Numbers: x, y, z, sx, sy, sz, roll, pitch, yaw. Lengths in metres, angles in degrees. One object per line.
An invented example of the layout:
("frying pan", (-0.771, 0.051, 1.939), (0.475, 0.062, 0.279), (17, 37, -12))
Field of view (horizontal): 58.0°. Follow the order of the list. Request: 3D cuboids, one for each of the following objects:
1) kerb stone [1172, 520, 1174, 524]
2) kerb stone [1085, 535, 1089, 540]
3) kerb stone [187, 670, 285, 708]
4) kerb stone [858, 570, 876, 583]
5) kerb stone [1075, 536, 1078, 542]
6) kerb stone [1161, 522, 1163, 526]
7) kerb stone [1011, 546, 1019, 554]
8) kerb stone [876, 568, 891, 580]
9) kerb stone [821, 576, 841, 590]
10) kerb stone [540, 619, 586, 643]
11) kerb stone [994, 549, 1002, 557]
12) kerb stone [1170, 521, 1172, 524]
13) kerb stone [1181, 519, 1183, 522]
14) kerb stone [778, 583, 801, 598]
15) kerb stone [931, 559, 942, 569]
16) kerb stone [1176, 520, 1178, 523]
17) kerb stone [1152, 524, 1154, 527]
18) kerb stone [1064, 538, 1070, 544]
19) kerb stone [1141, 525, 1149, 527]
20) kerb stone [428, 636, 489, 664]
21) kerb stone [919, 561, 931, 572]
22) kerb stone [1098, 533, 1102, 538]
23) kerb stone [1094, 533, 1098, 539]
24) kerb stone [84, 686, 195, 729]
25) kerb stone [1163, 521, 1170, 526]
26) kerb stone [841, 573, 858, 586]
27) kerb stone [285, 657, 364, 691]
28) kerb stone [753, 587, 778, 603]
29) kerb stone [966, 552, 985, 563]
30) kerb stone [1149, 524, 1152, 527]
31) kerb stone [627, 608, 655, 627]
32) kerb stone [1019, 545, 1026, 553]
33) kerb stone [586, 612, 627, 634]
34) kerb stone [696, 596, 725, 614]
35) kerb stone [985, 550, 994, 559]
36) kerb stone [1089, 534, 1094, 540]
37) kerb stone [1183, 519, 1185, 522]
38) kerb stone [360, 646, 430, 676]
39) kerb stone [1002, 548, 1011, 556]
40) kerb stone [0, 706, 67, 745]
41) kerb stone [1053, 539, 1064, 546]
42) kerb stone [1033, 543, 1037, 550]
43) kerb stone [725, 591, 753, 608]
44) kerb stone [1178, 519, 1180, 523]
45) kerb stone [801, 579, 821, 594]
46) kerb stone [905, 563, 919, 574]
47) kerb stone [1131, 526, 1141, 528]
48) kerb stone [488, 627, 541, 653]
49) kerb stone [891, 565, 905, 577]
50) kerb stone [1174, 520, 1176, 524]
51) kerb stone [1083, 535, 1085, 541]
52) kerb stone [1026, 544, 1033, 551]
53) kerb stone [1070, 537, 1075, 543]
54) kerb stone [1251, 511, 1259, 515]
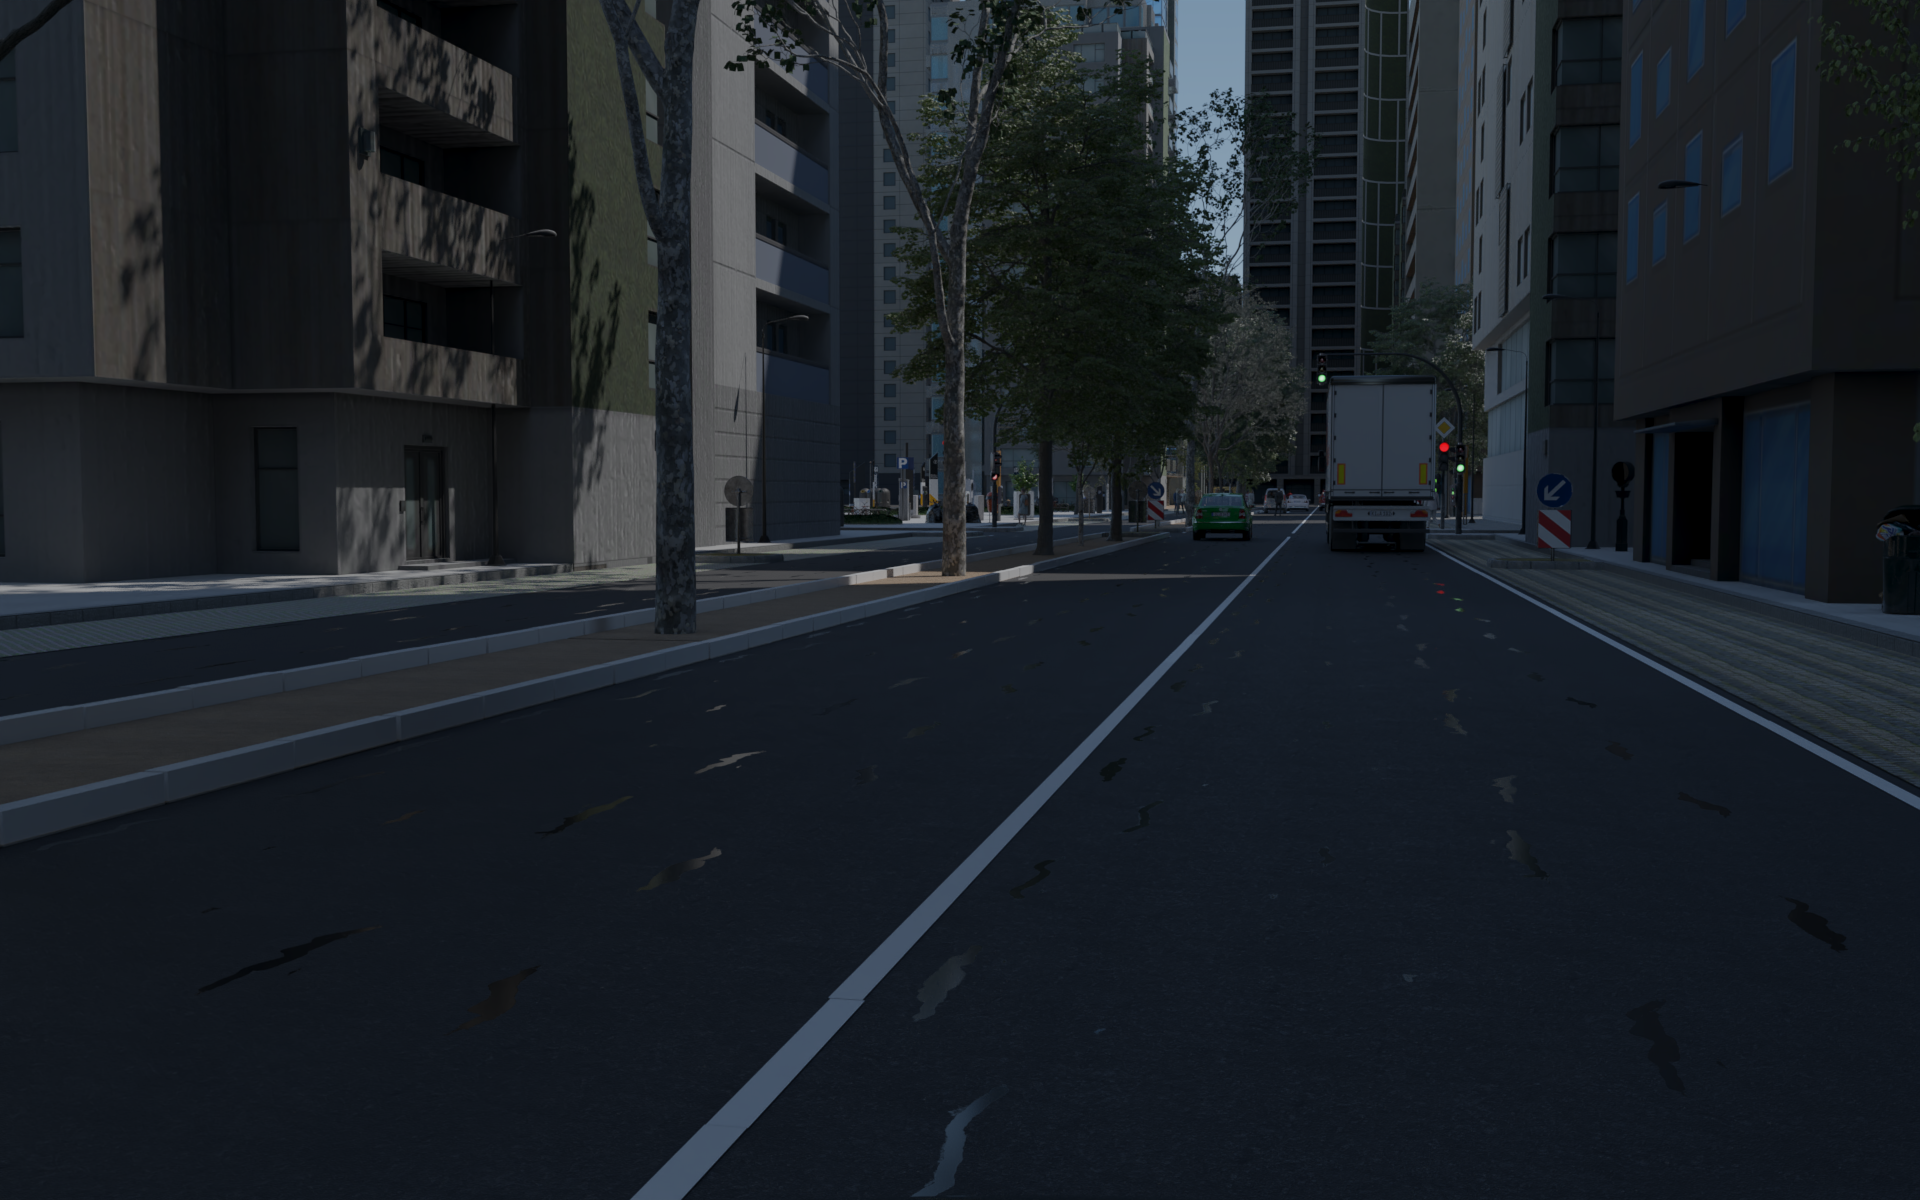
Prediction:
("kerb stone", (9.870, -3.639, 81.692), (0.120, 0.150, 1.000), (1, 4, 12))
("kerb stone", (3.761, -1.890, 53.094), (0.120, 0.150, 1.000), (1, 4, 12))
("kerb stone", (-5.037, 0.625, 11.983), (0.120, 0.150, 1.000), (1, 4, 12))
("kerb stone", (-1.595, -0.357, 28.031), (0.120, 0.150, 1.000), (1, 4, 12))
("kerb stone", (3.333, -1.765, 51.083), (0.120, 0.150, 1.000), (1, 4, 12))
("kerb stone", (8.788, -3.332, 76.674), (0.120, 0.150, 1.000), (1, 4, 12))
("kerb stone", (1.188, -1.150, 41.054), (0.120, 0.150, 1.000), (1, 4, 12))
("kerb stone", (-1.384, -0.415, 29.031), (0.120, 0.150, 1.000), (1, 4, 12))
("kerb stone", (-2.030, -0.234, 26.024), (0.120, 0.150, 1.000), (1, 4, 12))
("kerb stone", (-3.962, 0.318, 16.997), (0.120, 0.150, 1.000), (1, 4, 12))
("kerb stone", (0.748, -1.031, 39.051), (0.120, 0.150, 1.000), (1, 4, 12))
("kerb stone", (9.658, -3.577, 80.683), (0.120, 0.150, 1.000), (1, 4, 12))
("kerb stone", (10.944, -3.945, 86.698), (0.120, 0.150, 1.000), (1, 4, 12))
("kerb stone", (-2.454, -0.112, 24.025), (0.120, 0.150, 1.000), (1, 4, 12))
("kerb stone", (-0.531, -0.664, 33.048), (0.120, 0.150, 1.000), (1, 4, 12))
("kerb stone", (10.302, -3.761, 83.691), (0.120, 0.150, 1.000), (1, 4, 12))
("kerb stone", (7.942, -3.087, 72.663), (0.120, 0.150, 1.000), (1, 4, 12))
("kerb stone", (2.904, -1.644, 49.074), (0.120, 0.150, 1.000), (1, 4, 12))
("kerb stone", (7.515, -2.964, 70.655), (0.120, 0.150, 1.000), (1, 4, 12))
("kerb stone", (-4.393, 0.444, 14.983), (0.120, 0.150, 1.000), (1, 4, 12))
("kerb stone", (-0.751, -0.602, 32.038), (0.120, 0.150, 1.000), (1, 4, 12))
("kerb stone", (4.407, -2.074, 56.109), (0.120, 0.150, 1.000), (1, 4, 12))
("kerb stone", (4.188, -2.013, 55.101), (0.120, 0.150, 1.000), (1, 4, 12))
("kerb stone", (-5.242, 0.692, 10.982), (0.120, 0.150, 1.000), (1, 4, 12))
("kerb stone", (9.446, -3.516, 79.678), (0.120, 0.150, 1.000), (1, 4, 12))
("kerb stone", (-1.817, -0.290, 27.032), (0.120, 0.150, 1.000), (1, 4, 12))
("kerb stone", (-4.817, 0.570, 12.982), (0.120, 0.150, 1.000), (1, 4, 12))
("kerb stone", (-2.673, -0.051, 23.022), (0.120, 0.150, 1.000), (1, 4, 12))
("kerb stone", (0.333, -0.907, 37.050), (0.120, 0.150, 1.000), (1, 4, 12))
("kerb stone", (7.727, -3.025, 71.655), (0.120, 0.150, 1.000), (1, 4, 12))
("kerb stone", (-3.536, 0.195, 19.012), (0.120, 0.150, 1.000), (1, 4, 12))
("kerb stone", (1.399, -1.215, 42.058), (0.120, 0.150, 1.000), (1, 4, 12))
("kerb stone", (-3.746, 0.256, 18.008), (0.120, 0.150, 1.000), (1, 4, 12))
("kerb stone", (-3.106, 0.072, 21.012), (0.120, 0.150, 1.000), (1, 4, 12))
("kerb stone", (0.544, -0.970, 38.050), (0.120, 0.150, 1.000), (1, 4, 12))
("kerb stone", (3.972, -1.951, 54.102), (0.120, 0.150, 1.000), (1, 4, 12))
("kerb stone", (11.168, -4.001, 87.703), (0.120, 0.150, 1.000), (1, 4, 12))
("kerb stone", (-4.608, 0.502, 13.982), (0.120, 0.150, 1.000), (1, 4, 12))
("kerb stone", (0.969, -1.092, 40.049), (0.120, 0.150, 1.000), (1, 4, 12))
("kerb stone", (-5.455, 0.747, 9.982), (0.120, 0.150, 1.000), (1, 4, 12))
("kerb stone", (2.687, -1.583, 48.073), (0.120, 0.150, 1.000), (1, 4, 12))
("kerb stone", (1.828, -1.337, 44.066), (0.120, 0.150, 1.000), (1, 4, 12))
("kerb stone", (-2.883, 0.011, 22.009), (0.120, 0.150, 1.000), (1, 4, 12))
("kerb stone", (10.516, -3.823, 84.694), (0.120, 0.150, 1.000), (1, 4, 12))
("kerb stone", (-2.242, -0.173, 25.025), (0.120, 0.150, 1.000), (1, 4, 12))
("kerb stone", (-0.954, -0.541, 31.036), (0.120, 0.150, 1.000), (1, 4, 12))
("kerb stone", (6.870, -2.780, 67.646), (0.120, 0.150, 1.000), (1, 4, 12))
("kerb stone", (-4.171, 0.382, 15.993), (0.120, 0.150, 1.000), (1, 4, 12))
("kerb stone", (-1.173, -0.479, 30.031), (0.120, 0.150, 1.000), (1, 4, 12))
("kerb stone", (10.093, -3.700, 82.690), (0.120, 0.150, 1.000), (1, 4, 12))
("kerb stone", (3.547, -1.828, 52.088), (0.120, 0.150, 1.000), (1, 4, 12))
("kerb stone", (1.614, -1.276, 43.059), (0.120, 0.150, 1.000), (1, 4, 12))
("kerb stone", (3.114, -1.703, 50.085), (0.120, 0.150, 1.000), (1, 4, 12))
("kerb stone", (21.360, -6.308, 125.358), (0.120, 0.150, 1.000), (1, 4, 12))
